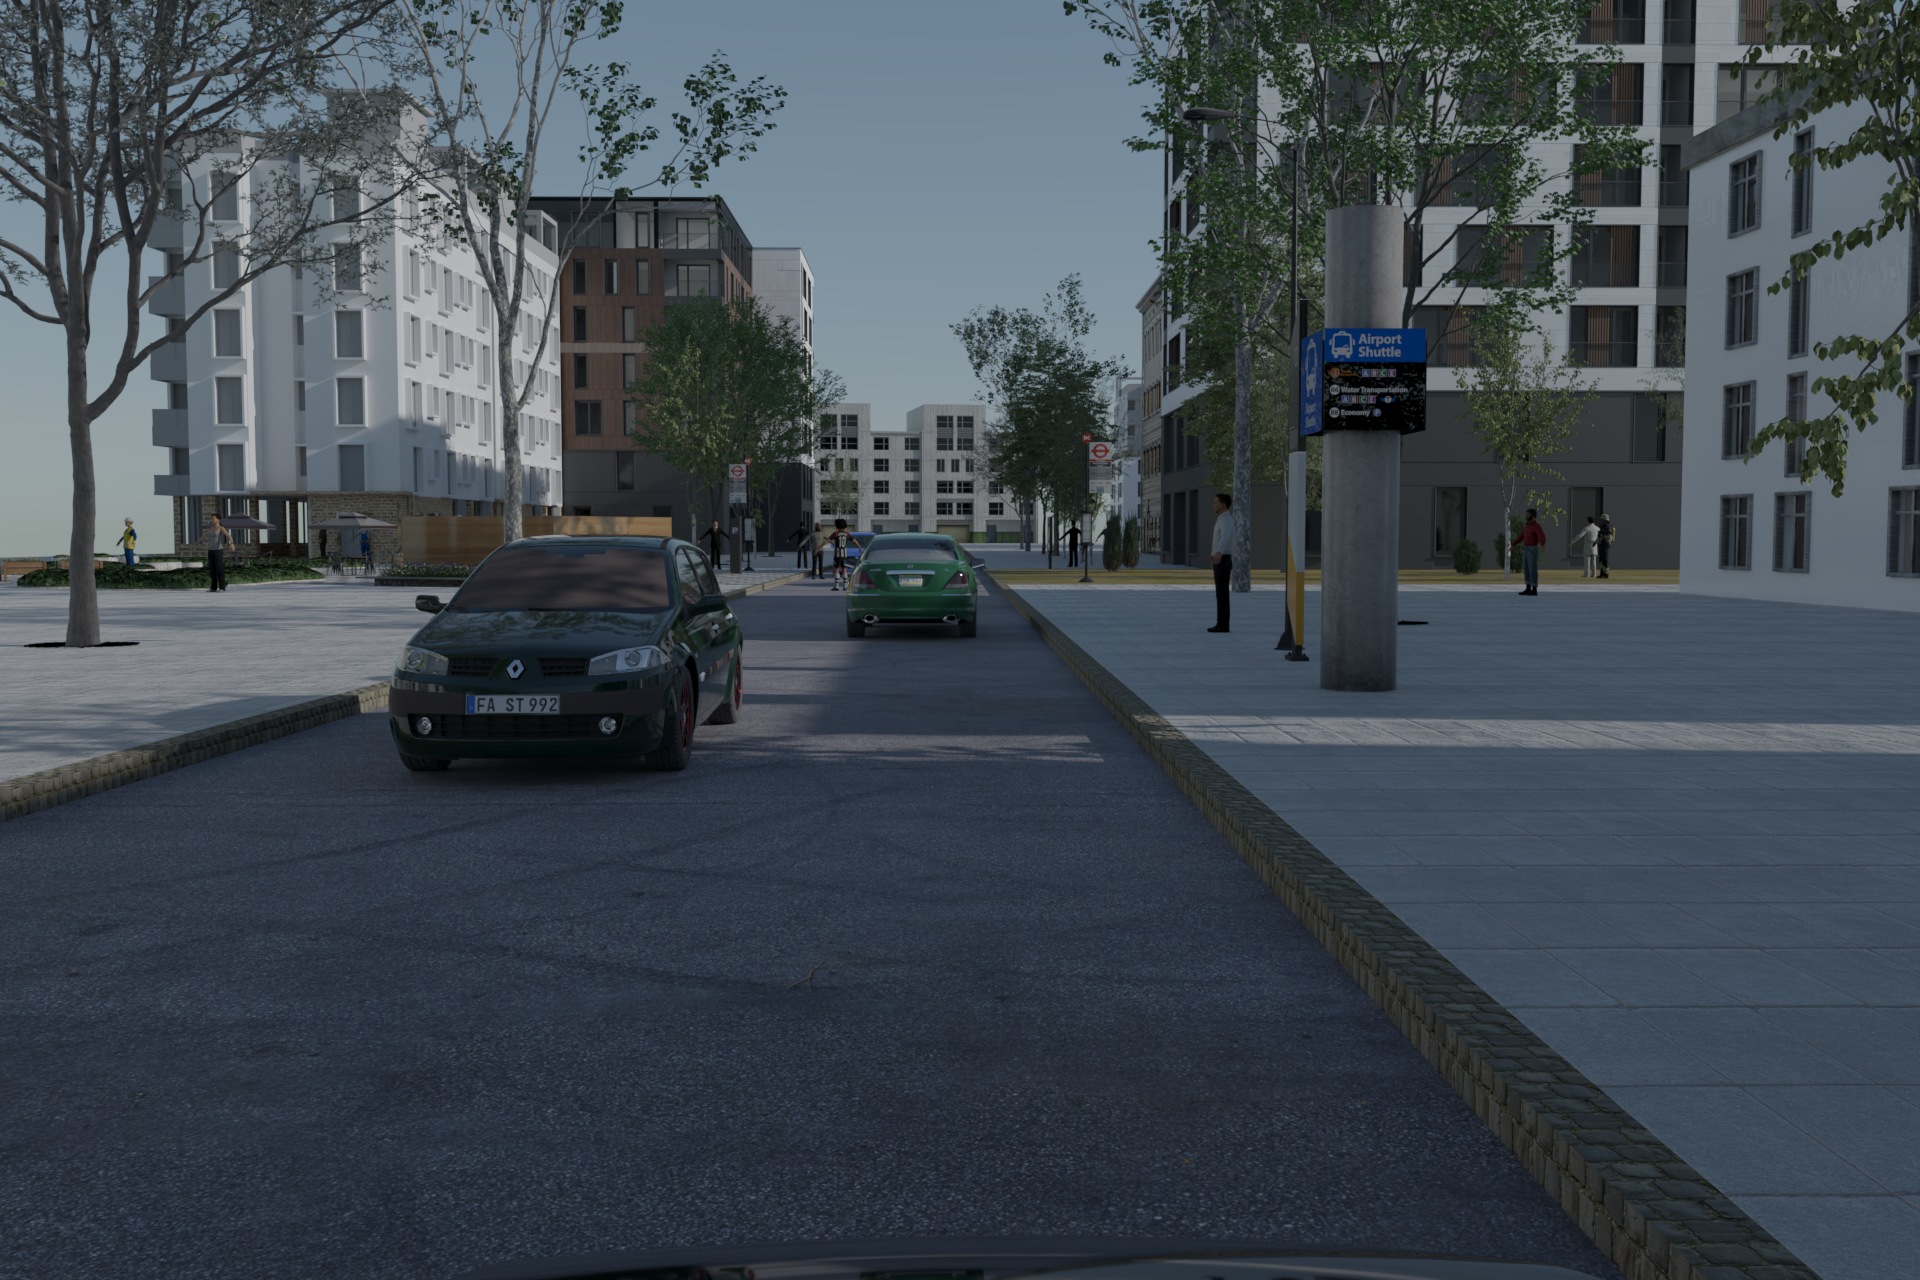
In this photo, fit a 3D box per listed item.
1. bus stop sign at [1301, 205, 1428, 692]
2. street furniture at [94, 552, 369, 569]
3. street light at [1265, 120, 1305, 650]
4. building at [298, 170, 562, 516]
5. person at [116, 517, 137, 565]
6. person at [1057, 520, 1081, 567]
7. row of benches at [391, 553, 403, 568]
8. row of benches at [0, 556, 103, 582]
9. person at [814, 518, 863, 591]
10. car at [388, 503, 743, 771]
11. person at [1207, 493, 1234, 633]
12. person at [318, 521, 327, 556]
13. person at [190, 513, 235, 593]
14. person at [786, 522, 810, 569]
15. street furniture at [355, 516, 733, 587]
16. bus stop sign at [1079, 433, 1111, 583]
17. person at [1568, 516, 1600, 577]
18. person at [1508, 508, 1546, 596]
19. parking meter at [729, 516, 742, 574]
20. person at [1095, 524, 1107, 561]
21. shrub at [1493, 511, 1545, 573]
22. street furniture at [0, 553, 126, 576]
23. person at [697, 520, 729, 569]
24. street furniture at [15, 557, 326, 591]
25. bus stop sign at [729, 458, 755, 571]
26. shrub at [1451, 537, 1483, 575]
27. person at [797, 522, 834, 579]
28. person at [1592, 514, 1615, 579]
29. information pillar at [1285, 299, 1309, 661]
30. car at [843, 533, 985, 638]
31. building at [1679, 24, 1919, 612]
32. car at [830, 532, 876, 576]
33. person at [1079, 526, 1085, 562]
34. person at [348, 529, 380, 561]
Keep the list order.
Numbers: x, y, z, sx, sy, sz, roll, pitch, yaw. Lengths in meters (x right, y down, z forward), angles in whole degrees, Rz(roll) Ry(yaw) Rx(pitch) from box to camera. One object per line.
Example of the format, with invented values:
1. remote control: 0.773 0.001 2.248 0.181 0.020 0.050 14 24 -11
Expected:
1. bus stop sign: 3.297 -1.542 14.233 0.837 3.901 0.837 0 4 0
2. street furniture: -27.077 -2.939 63.678 10.072 0.657 5.734 -1 4 -12
3. street light: 4.203 -2.845 19.054 1.470 5.913 1.316 0 4 -1
4. building: -28.981 -14.377 91.482 16.016 20.090 11.380 0 4 0
5. person: -24.176 -2.677 50.229 1.216 1.772 0.721 3 5 43
6. person: 4.395 -3.754 67.307 1.347 1.837 0.705 -2 4 -24
7. row of benches: -17.228 -2.631 58.479 4.104 0.672 1.422 -3 4 -36
8. row of benches: -25.663 -1.943 47.227 4.104 0.672 1.422 -3 5 -42
9. person: -3.035 -2.150 43.750 1.345 1.843 0.704 -2 4 -28
10. car: -2.511 -0.118 11.719 2.009 1.686 4.222 0 4 0
11. person: 3.401 -1.009 22.649 0.704 1.810 1.344 0 4 6
12. person: -25.464 -3.852 69.115 0.704 1.812 1.346 -1 4 -18
13. person: -16.387 -1.909 38.019 1.217 1.737 0.721 1 4 22
14. person: -5.801 -3.491 63.797 1.216 1.740 0.721 0 4 1
15. street furniture: -10.594 -2.237 43.431 11.010 1.723 9.812 2 4 24
16. bus stop sign: 3.580 -3.501 45.938 0.855 3.939 0.416 0 4 0
17. person: 18.719 -2.770 51.483 1.347 1.806 0.705 -1 4 -14
18. person: 11.881 -1.837 36.139 0.704 1.816 1.345 -1 4 -12
19. parking meter: -7.250 -3.067 55.859 0.399 1.863 0.255 0 4 0
20. person: 6.218 -4.043 72.225 1.347 1.817 0.704 -1 4 -22
21. shrub: 18.326 -3.204 56.808 1.690 2.028 1.600 0 3 0
22. street furniture: -31.025 -2.331 53.731 10.072 0.657 5.734 -2 4 -25
23. person: -8.856 -3.459 62.749 1.347 1.806 0.705 -1 4 -10
24. street furniture: -19.876 -1.741 44.091 5.734 0.657 10.072 0 4 0
25. bus stop sign: -7.606 -4.387 60.427 0.855 3.939 0.416 0 4 1
26. shrub: 15.961 -2.653 54.488 1.383 1.207 1.383 0 3 0
27. person: -4.501 -2.829 54.832 1.348 1.813 0.705 -1 4 -17
28. person: 18.562 -2.704 49.986 0.705 1.856 1.354 0 4 3
29. information pillar: 3.426 -1.605 17.591 0.183 3.616 0.504 0 3 0
30. car: -0.680 -0.833 25.420 2.131 1.459 4.920 0 4 -1
31. building: 20.182 -4.971 23.428 9.099 9.664 28.070 0 4 -1
32. car: -3.451 -3.050 59.457 1.945 1.707 3.694 0 4 -1
33. person: 5.773 -4.501 80.398 0.721 1.733 1.217 1 4 20
34. person: -23.666 -3.857 68.917 1.347 1.847 0.705 1 4 10
